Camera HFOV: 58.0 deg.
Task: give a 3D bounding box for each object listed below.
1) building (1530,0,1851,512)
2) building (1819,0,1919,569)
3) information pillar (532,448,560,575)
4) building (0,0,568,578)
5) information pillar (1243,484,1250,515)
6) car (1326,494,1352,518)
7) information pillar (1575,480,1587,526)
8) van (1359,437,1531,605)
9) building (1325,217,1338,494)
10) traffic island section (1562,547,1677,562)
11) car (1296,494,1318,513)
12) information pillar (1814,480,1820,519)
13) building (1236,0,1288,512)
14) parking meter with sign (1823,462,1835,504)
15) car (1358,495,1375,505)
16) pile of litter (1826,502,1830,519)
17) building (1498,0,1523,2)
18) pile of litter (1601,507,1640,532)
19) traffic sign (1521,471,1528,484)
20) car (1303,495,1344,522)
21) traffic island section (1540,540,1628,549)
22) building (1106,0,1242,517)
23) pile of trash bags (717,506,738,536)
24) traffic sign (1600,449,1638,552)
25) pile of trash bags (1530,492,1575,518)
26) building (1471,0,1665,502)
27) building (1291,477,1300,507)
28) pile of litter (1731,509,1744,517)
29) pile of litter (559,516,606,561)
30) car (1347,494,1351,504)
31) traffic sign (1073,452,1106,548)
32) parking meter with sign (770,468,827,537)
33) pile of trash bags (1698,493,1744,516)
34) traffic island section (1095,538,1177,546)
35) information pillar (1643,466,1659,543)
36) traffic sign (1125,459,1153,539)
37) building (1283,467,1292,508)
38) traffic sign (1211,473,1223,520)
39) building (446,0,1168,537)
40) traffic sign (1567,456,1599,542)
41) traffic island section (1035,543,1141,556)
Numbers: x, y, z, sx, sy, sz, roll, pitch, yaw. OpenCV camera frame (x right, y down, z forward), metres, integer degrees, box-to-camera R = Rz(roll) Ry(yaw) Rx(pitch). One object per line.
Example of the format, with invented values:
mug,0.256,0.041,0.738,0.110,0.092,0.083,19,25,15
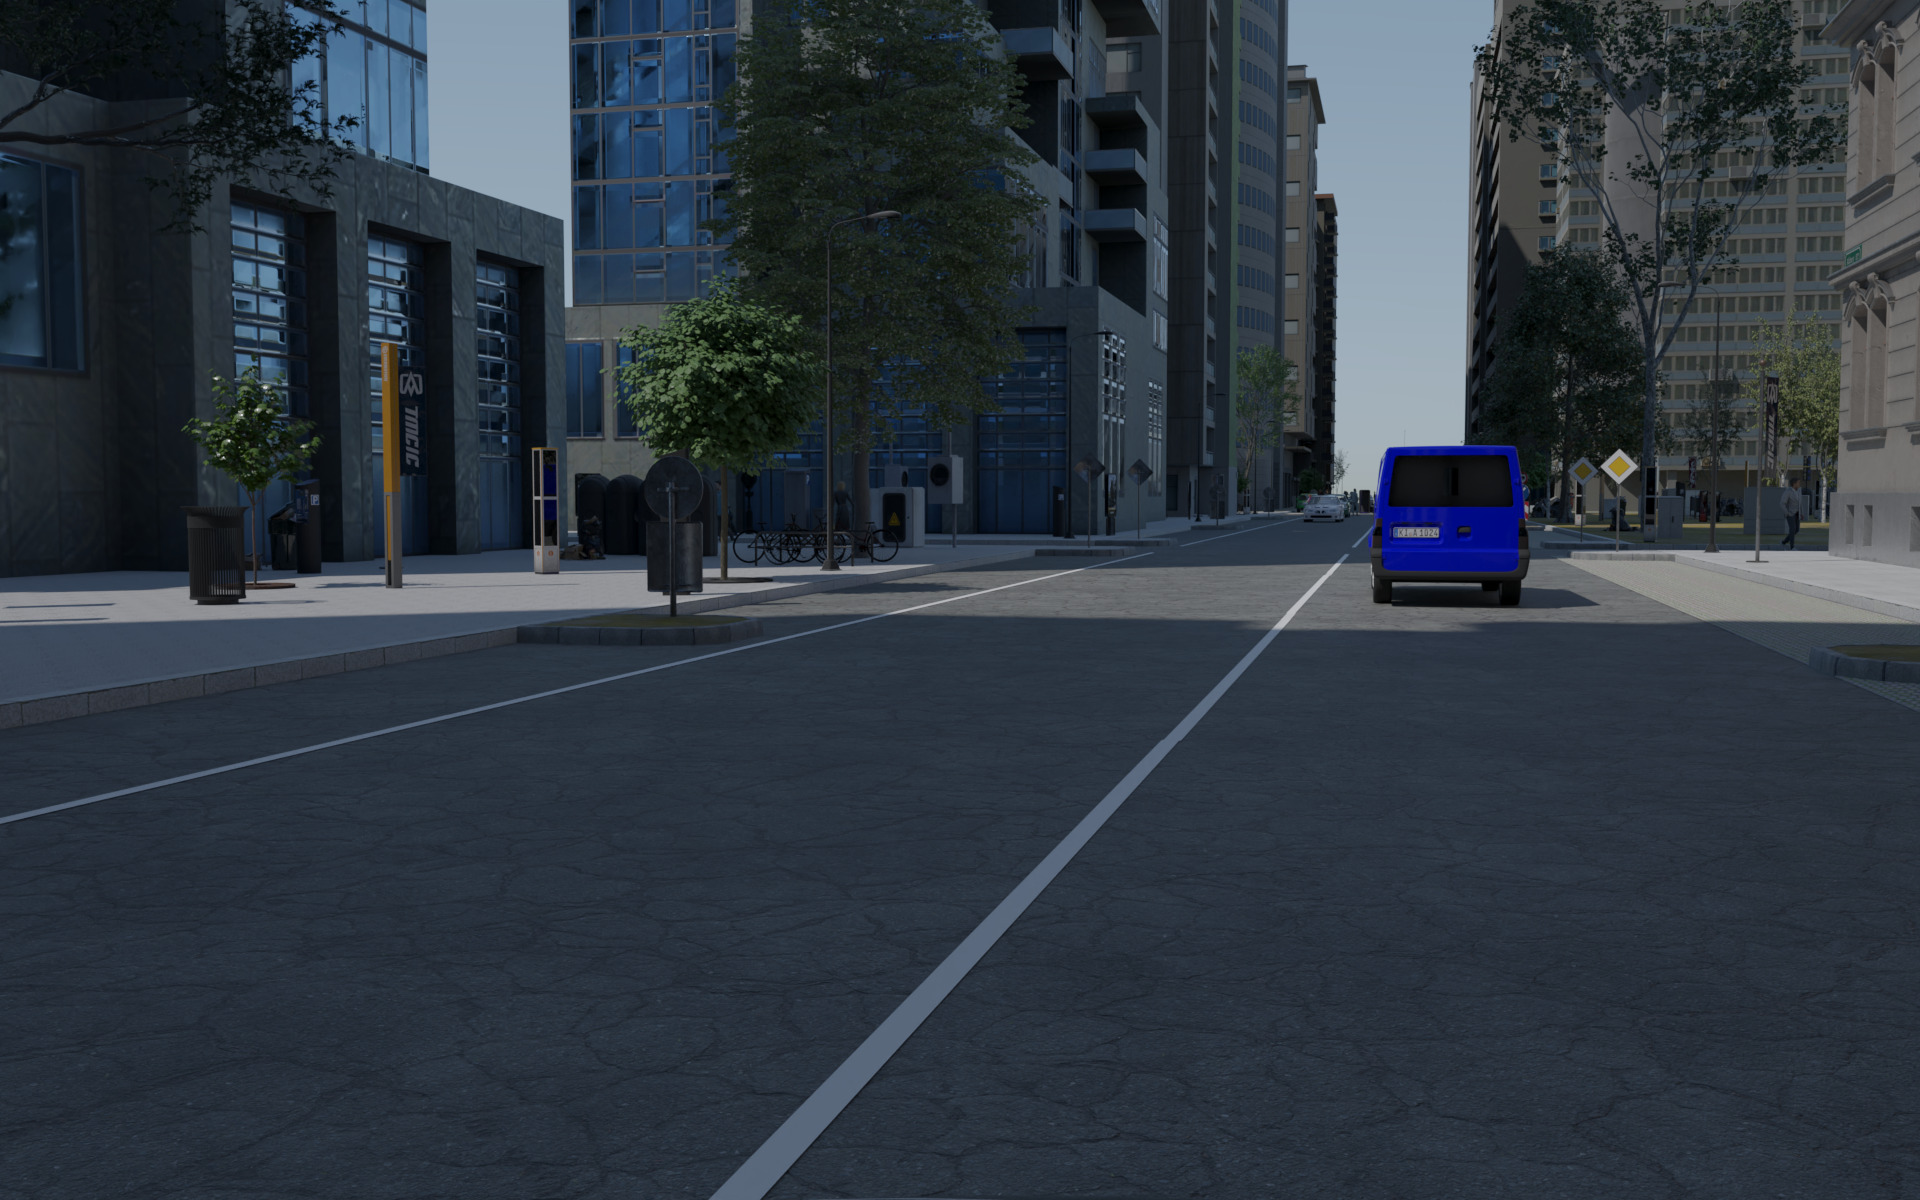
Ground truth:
building,58.549,-26.867,131.158,32.217,40.220,23.993,1,4,14
building,21.343,-14.404,22.896,14.401,28.519,23.554,1,4,14
information pillar,-6.610,-1.417,27.656,0.304,2.012,0.304,-3,5,-40
building,-27.081,-43.966,31.513,31.000,86.520,22.319,1,4,14
information pillar,17.968,-6.365,108.560,0.304,2.012,0.304,-3,4,-38
car,23.097,-5.809,106.778,2.131,1.459,4.920,1,4,15
information pillar,24.764,-3.950,69.081,0.304,2.012,0.304,-3,4,-38
van,6.704,-1.208,24.133,2.240,2.365,5.245,1,4,13
building,50.776,-37.775,267.739,14.600,45.320,14.200,1,4,14
traffic island section,14.573,-0.983,38.354,2.009,0.180,2.903,1,4,14
car,26.781,-7.597,133.001,1.959,1.807,4.718,1,4,12
information pillar,44.278,-5.192,89.383,0.304,2.012,0.304,2,4,27
building,14.386,-36.434,137.694,21.231,58.520,28.212,1,4,14
parking meter with sign,47.476,-5.970,93.871,1.738,3.016,0.543,-2,4,-24
car,52.399,-12.898,223.240,2.083,1.381,4.827,1,4,14
pile of litter,45.591,-4.683,90.527,1.719,0.858,1.176,-1,4,-22
building,58.907,-32.520,155.411,21.300,48.544,21.600,1,4,14
pile of litter,22.882,-2.803,59.787,1.176,0.858,1.719,0,4,-2
traffic sign,31.208,-5.892,96.434,0.768,2.556,0.104,1,4,17
car,18.758,-4.699,89.185,2.083,1.381,4.827,1,4,16
traffic island section,16.557,-1.456,46.090,2.009,0.180,2.903,1,4,14
building,8.319,-25.413,99.102,14.154,41.232,14.086,1,4,14
pile of trash bags,-8.497,-2.672,53.447,3.447,1.369,1.912,2,4,34
traffic sign,14.548,-2.119,38.283,0.795,2.450,0.064,1,4,14
pile of trash bags,32.487,-5.161,94.136,1.912,1.369,3.447,3,5,43
building,64.027,-33.853,177.206,21.300,48.544,21.600,1,4,14
building,19.852,-30.159,184.985,32.217,40.220,23.993,1,4,14
pile of litter,43.741,-5.019,96.031,1.176,0.858,1.719,-3,5,-43
pile of litter,-7.506,-1.230,34.079,1.176,0.858,1.719,0,4,2
car,51.799,-13.505,230.589,2.009,1.686,4.222,1,4,15
traffic sign,3.079,-2.299,41.234,0.795,2.450,0.064,1,4,14
parking meter with sign,-4.840,-3.381,51.542,1.738,3.016,0.543,1,4,14
pile of trash bags,43.931,-5.530,100.175,3.447,1.369,1.912,-2,4,-29
traffic island section,5.038,-1.636,49.037,2.009,0.180,2.903,1,4,14
information pillar,18.356,-2.538,45.981,0.304,2.012,0.304,2,4,33
traffic sign,5.063,-2.772,48.970,0.795,2.450,0.064,1,4,14
building,20.502,-44.198,160.896,20.563,71.187,20.611,1,4,14
traffic sign,12.746,-5.119,85.828,0.606,2.300,0.079,2,4,24
building,-2.688,-46.262,69.063,22.319,86.520,31.000,1,4,14
traffic sign,16.532,-2.592,46.018,0.795,2.450,0.064,1,4,14
traffic island section,3.054,-1.163,41.302,2.009,0.180,2.903,1,4,14
